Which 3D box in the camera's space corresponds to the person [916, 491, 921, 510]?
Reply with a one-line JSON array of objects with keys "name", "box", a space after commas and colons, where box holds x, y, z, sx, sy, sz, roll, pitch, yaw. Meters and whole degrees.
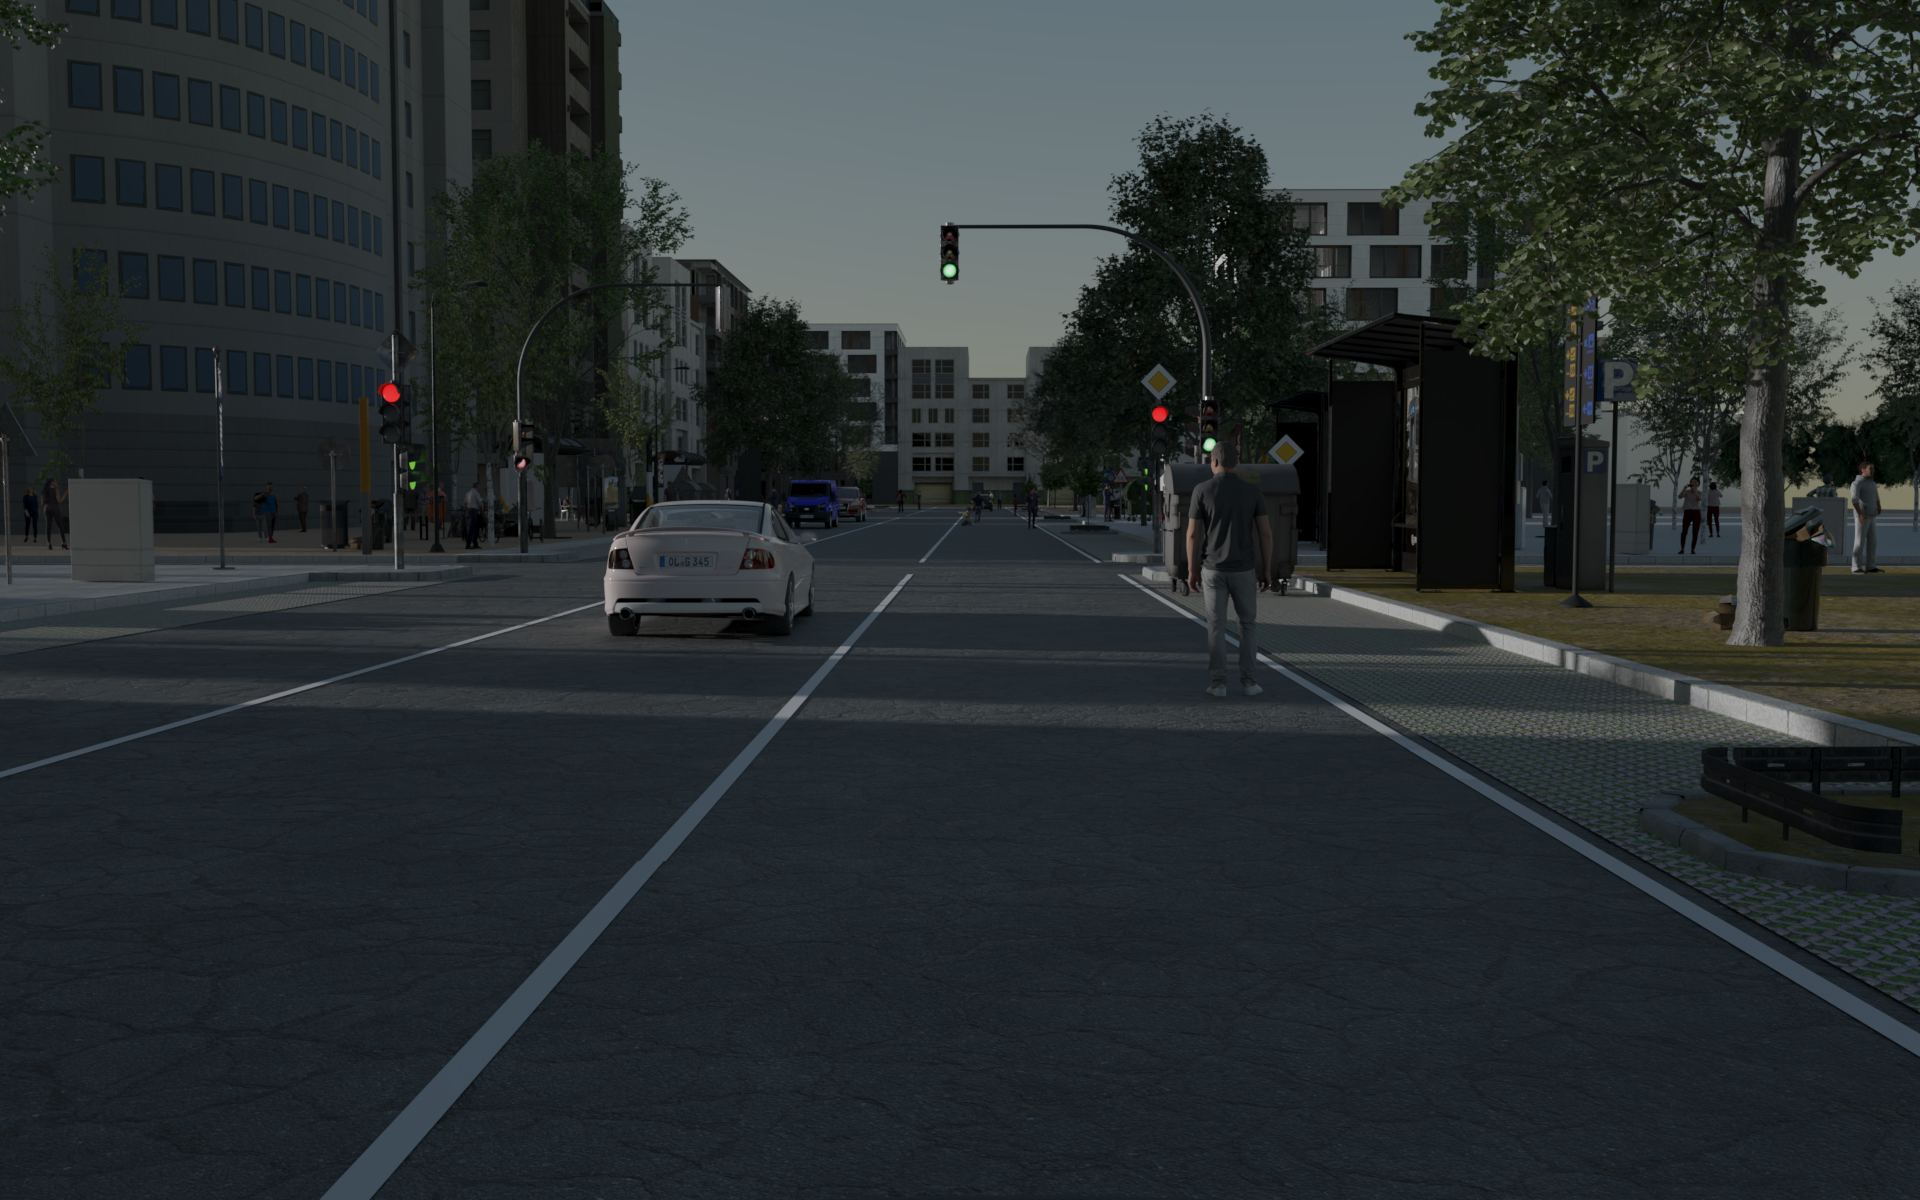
[{"name": "person", "box": [-3.832, -9.094, 157.989, 0.742, 1.727, 0.445, 3, 5, 40]}]

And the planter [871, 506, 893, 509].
[{"name": "planter", "box": [-7.485, -8.883, 166.374, 1.991, 0.319, 1.994, 0, 4, 1]}]

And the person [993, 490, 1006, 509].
[{"name": "person", "box": [3.826, -9.715, 167.323, 1.348, 1.826, 0.705, -1, 4, -17]}]

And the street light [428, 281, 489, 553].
[{"name": "street light", "box": [-10.953, -3.996, 37.876, 1.470, 5.913, 1.316, 0, 4, 1]}]

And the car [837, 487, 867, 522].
[{"name": "car", "box": [-5.965, -4.941, 89.459, 2.281, 1.827, 5.304, 0, 4, 1]}]

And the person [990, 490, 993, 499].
[{"name": "person", "box": [3.285, -10.731, 183.934, 0.705, 1.826, 1.348, -1, 4, -20]}]

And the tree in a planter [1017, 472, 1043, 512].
[{"name": "tree in a planter", "box": [5.613, -8.680, 139.133, 1.991, 3.239, 1.994, 0, 4, 1]}]

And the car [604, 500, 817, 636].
[{"name": "car", "box": [-2.635, -0.399, 18.889, 2.083, 1.381, 4.827, 0, 4, 0]}]

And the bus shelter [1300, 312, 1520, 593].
[{"name": "bus shelter", "box": [6.511, -2.094, 25.523, 1.731, 3.624, 6.357, 0, 4, 1]}]

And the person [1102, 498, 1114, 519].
[{"name": "person", "box": [7.662, -4.943, 89.227, 0.546, 1.535, 0.453, -2, 4, -24]}]

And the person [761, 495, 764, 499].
[{"name": "person", "box": [-15.906, -7.864, 134.613, 1.348, 1.824, 0.705, -1, 4, -21]}]

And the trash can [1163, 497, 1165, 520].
[{"name": "trash can", "box": [10.197, -4.588, 86.674, 0.748, 1.137, 0.748, 0, 3, 0]}]

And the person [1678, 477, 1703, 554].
[{"name": "person", "box": [15.604, -1.801, 36.956, 0.566, 1.644, 0.517, -1, 4, -22]}]

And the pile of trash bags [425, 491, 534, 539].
[{"name": "pile of trash bags", "box": [-14.304, -2.517, 50.908, 1.912, 1.369, 3.447, 2, 4, 29]}]

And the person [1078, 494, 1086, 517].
[{"name": "person", "box": [6.788, -5.472, 96.324, 0.431, 1.722, 0.655, 0, 4, 4]}]

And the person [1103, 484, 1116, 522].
[{"name": "person", "box": [6.905, -4.485, 79.823, 0.568, 1.767, 0.683, 2, 4, 26]}]

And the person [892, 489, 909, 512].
[{"name": "person", "box": [-4.689, -7.897, 137.556, 1.348, 1.831, 0.705, -1, 4, -14]}]

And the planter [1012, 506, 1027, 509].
[{"name": "planter", "box": [5.971, -8.870, 166.163, 1.991, 0.319, 1.994, 0, 4, 1]}]

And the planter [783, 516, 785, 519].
[{"name": "planter", "box": [-8.481, -4.192, 89.686, 1.991, 0.319, 1.994, 0, 4, 1]}]

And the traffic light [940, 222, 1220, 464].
[{"name": "traffic light", "box": [2.050, -3.336, 29.204, 4.771, 5.953, 1.251, 0, 4, 1]}]

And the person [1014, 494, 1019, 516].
[{"name": "person", "box": [3.716, -6.332, 115.282, 0.557, 1.426, 1.065, -1, 4, -11]}]

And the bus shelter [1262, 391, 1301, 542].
[{"name": "bus shelter", "box": [8.662, -3.103, 42.017, 1.731, 3.624, 6.357, 0, 4, 1]}]

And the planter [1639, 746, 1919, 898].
[{"name": "planter", "box": [3.889, 0.865, 6.997, 1.991, 0.319, 1.994, 0, 4, 1]}]

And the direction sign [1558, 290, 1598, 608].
[{"name": "direction sign", "box": [6.998, -1.688, 19.591, 0.379, 3.537, 0.876, 0, 4, -1]}]

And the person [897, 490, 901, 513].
[{"name": "person", "box": [-4.801, -7.664, 134.522, 0.721, 1.735, 1.217, 0, 4, 0]}]

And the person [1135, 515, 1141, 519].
[{"name": "person", "box": [9.287, -4.966, 90.477, 0.776, 1.435, 0.726, 0, 4, -5]}]

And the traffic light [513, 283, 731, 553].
[{"name": "traffic light", "box": [-7.360, -3.841, 37.474, 4.771, 5.953, 1.251, 0, 4, 1]}]

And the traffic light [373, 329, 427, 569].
[{"name": "traffic light", "box": [-9.557, -2.481, 29.481, 0.839, 4.253, 0.868, 0, 4, 1]}]

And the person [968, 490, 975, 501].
[{"name": "person", "box": [1.241, -9.666, 166.615, 0.705, 1.814, 1.350, -2, 4, -30]}]

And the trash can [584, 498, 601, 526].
[{"name": "trash can", "box": [-14.663, -3.520, 69.201, 0.748, 1.137, 0.748, 0, 3, 0]}]

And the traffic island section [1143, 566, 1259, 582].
[{"name": "traffic island section", "box": [4.183, -0.437, 29.432, 2.009, 0.180, 2.903, 0, 4, 1]}]

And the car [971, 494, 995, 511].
[{"name": "car", "box": [1.873, -8.207, 143.963, 2.009, 1.686, 4.222, 0, 4, 1]}]

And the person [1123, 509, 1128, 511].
[{"name": "person", "box": [12.475, -7.600, 130.309, 1.348, 1.824, 0.705, 0, 4, 1]}]

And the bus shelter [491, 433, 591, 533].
[{"name": "bus shelter", "box": [-14.220, -3.990, 59.157, 2.014, 3.302, 5.546, 0, 4, 1]}]

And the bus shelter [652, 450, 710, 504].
[{"name": "bus shelter", "box": [-13.270, -5.393, 82.095, 2.014, 3.302, 5.546, 0, 4, 1]}]

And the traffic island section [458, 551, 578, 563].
[{"name": "traffic island section", "box": [-9.493, -0.937, 37.601, 2.009, 0.180, 2.903, 0, 4, 1]}]

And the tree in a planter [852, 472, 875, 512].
[{"name": "tree in a planter", "box": [-7.832, -8.692, 139.344, 1.991, 3.239, 1.994, 0, 4, 1]}]

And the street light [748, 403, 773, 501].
[{"name": "street light", "box": [-10.244, -7.085, 88.383, 1.470, 5.913, 1.316, 0, 4, 1]}]

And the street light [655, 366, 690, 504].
[{"name": "street light", "box": [-10.522, -5.541, 63.128, 1.470, 5.913, 1.316, 0, 4, 1]}]

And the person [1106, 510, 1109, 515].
[{"name": "person", "box": [9.162, -6.168, 107.012, 0.434, 1.807, 0.598, 0, 4, -7]}]

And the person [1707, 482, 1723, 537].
[{"name": "person", "box": [22.356, -2.686, 51.426, 0.566, 1.644, 0.517, -2, 4, -33]}]

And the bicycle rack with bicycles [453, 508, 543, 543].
[{"name": "bicycle rack with bicycles", "box": [-12.183, -2.000, 46.090, 2.852, 0.926, 2.925, -1, 4, -14]}]

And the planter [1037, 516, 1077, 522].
[{"name": "planter", "box": [4.963, -4.151, 89.014, 1.991, 0.319, 1.994, 0, 4, 1]}]

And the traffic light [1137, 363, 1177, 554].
[{"name": "traffic light", "box": [4.248, -2.959, 37.303, 0.839, 4.253, 0.868, 0, 4, 1]}]

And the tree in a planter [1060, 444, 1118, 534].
[{"name": "tree in a planter", "box": [4.601, -3.961, 61.983, 1.991, 3.239, 1.994, 0, 4, 1]}]

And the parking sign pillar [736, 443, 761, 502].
[{"name": "parking sign pillar", "box": [-11.162, -6.296, 91.404, 1.447, 3.967, 1.447, -2, 4, -32]}]

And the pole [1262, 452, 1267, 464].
[{"name": "pole", "box": [10.302, -3.961, 58.608, 0.158, 3.312, 0.155, 0, 3, 0]}]

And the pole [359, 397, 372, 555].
[{"name": "pole", "box": [-12.545, -2.613, 36.559, 0.158, 3.312, 0.155, 0, 3, 0]}]

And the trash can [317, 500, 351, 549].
[{"name": "trash can", "box": [-14.671, -1.772, 40.618, 0.748, 1.137, 0.748, 0, 3, 0]}]

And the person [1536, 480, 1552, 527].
[{"name": "person", "box": [22.431, -3.668, 66.160, 0.789, 1.805, 0.875, -2, 4, -27]}]

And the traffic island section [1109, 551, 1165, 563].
[{"name": "traffic island section", "box": [4.288, -0.926, 37.416, 2.009, 0.180, 2.903, 0, 4, 1]}]

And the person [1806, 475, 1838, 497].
[{"name": "person", "box": [20.220, -2.062, 40.473, 0.376, 1.734, 0.841, -1, 4, -18]}]

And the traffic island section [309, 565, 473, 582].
[{"name": "traffic island section", "box": [-9.597, -0.449, 29.617, 2.009, 0.180, 2.903, 0, 4, 1]}]
